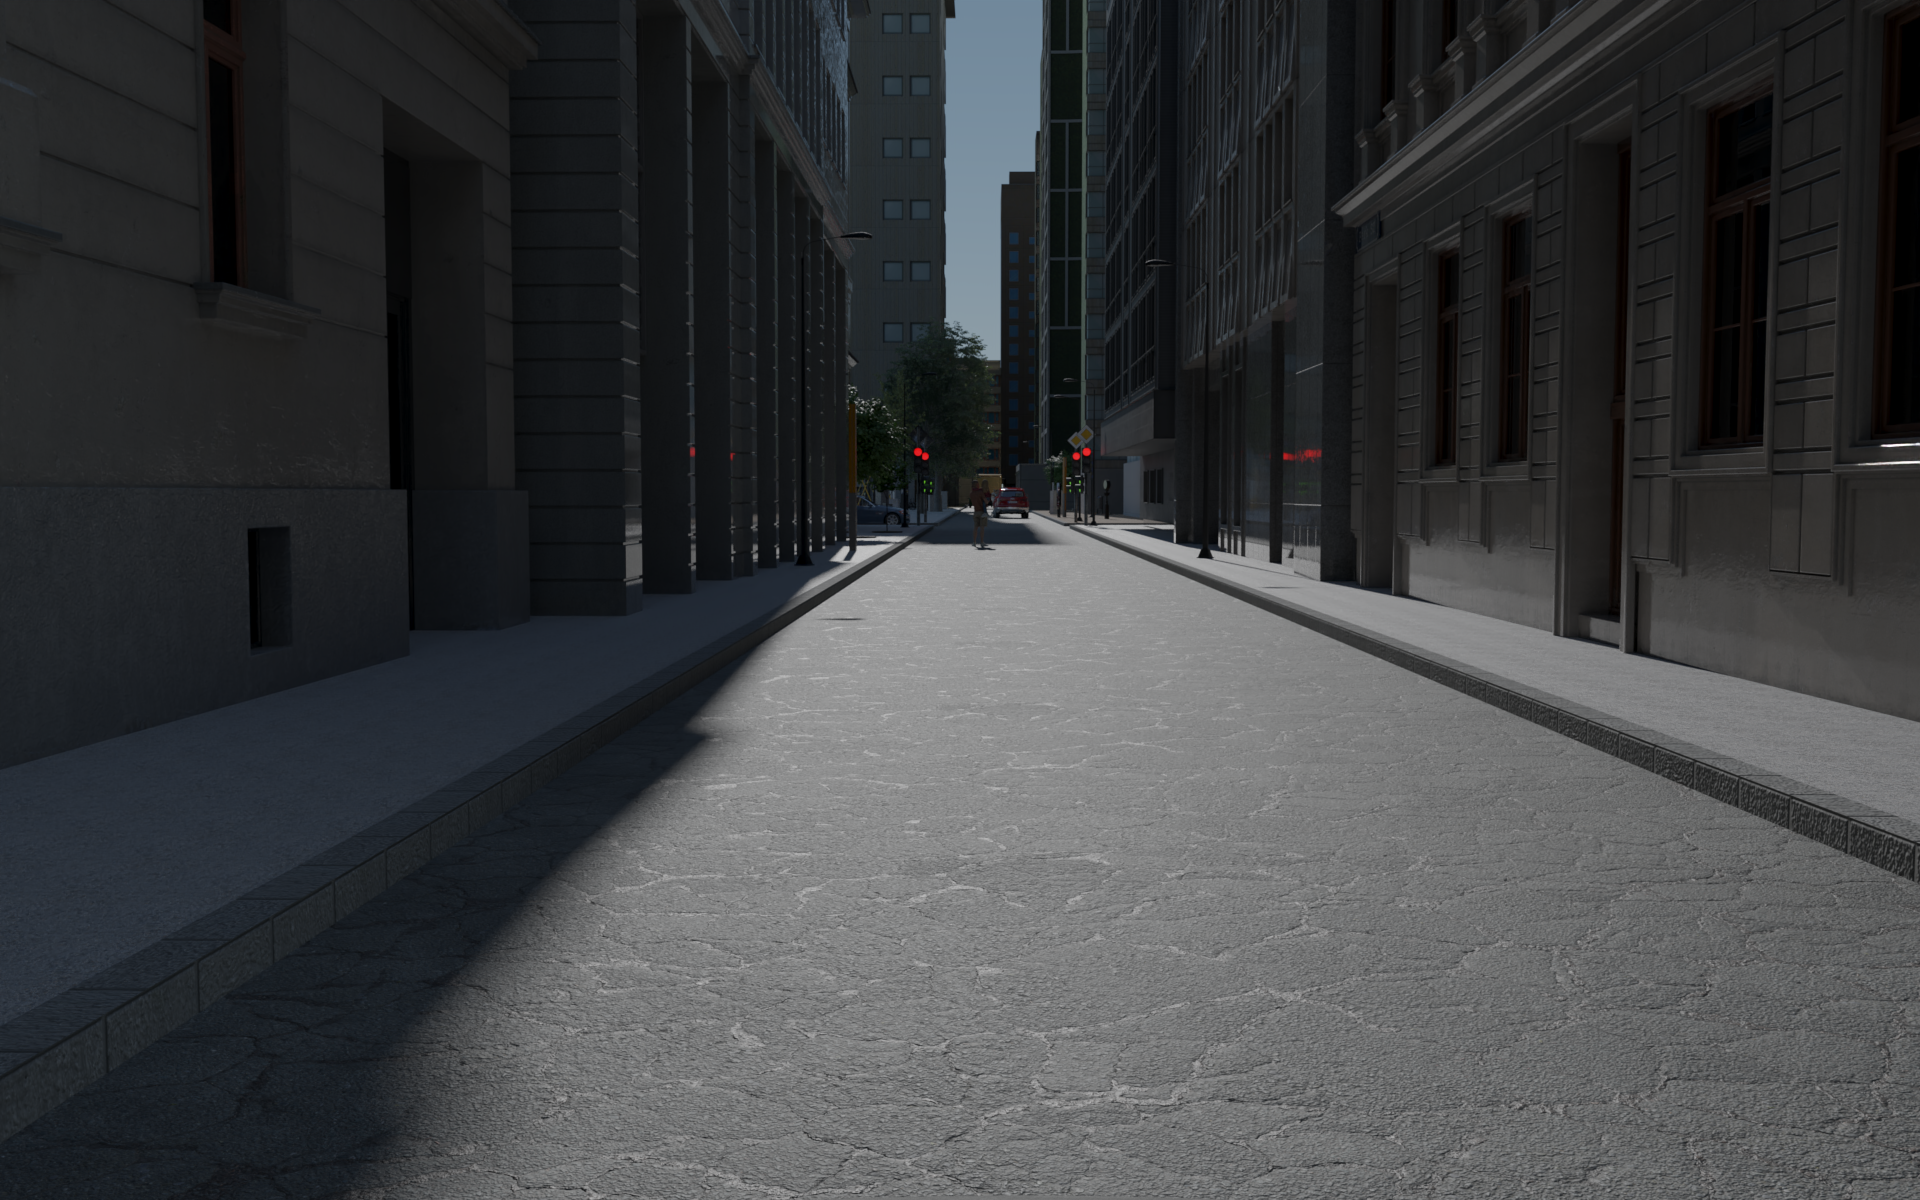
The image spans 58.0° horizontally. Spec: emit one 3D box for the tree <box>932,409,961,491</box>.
[{"bbox_3d":[-1.415,-11.300,135.116,4.360,8.622,3.978,0,3,0],"label":"tree"}]

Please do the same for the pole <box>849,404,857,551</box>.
[{"bbox_3d":[-2.432,-2.780,39.295,0.158,3.312,0.155,0,3,0],"label":"pole"}]

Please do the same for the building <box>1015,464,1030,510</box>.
[{"bbox_3d":[15.032,-43.012,141.497,20.563,71.187,20.611,0,4,1],"label":"building"}]

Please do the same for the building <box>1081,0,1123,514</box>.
[{"bbox_3d":[15.013,-26.367,114.701,14.154,41.232,14.086,0,4,1],"label":"building"}]

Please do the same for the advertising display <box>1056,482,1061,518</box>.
[{"bbox_3d":[5.420,-5.487,94.924,0.123,1.923,0.974,0,4,-5],"label":"advertising display"}]

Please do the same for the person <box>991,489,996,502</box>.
[{"bbox_3d":[3.063,-8.861,153.259,0.514,1.842,0.818,-1,4,-16],"label":"person"}]

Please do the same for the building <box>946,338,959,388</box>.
[{"bbox_3d":[-15.118,-22.688,215.993,28.899,21.520,27.650,0,4,1],"label":"building"}]

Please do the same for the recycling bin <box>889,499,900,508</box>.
[{"bbox_3d":[-3.546,-4.782,90.747,0.722,1.027,0.722,0,4,6],"label":"recycling bin"}]

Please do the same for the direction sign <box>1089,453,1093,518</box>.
[{"bbox_3d":[7.213,-6.289,94.820,0.379,3.537,0.876,0,4,-3],"label":"direction sign"}]

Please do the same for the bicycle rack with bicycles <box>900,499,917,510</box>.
[{"bbox_3d":[-4.174,-7.583,137.365,2.925,0.926,2.852,1,4,9],"label":"bicycle rack with bicycles"}]

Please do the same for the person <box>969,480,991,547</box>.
[{"bbox_3d":[0.572,-2.381,47.407,0.580,1.828,0.573,-1,4,-11],"label":"person"}]

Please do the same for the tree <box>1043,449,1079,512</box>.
[{"bbox_3d":[7.739,-8.763,126.991,4.285,4.588,4.351,0,3,0],"label":"tree"}]

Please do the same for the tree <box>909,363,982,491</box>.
[{"bbox_3d":[-1.213,-14.070,148.172,7.486,12.596,7.792,0,3,0],"label":"tree"}]

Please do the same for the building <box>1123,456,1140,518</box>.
[{"bbox_3d":[21.912,-30.570,89.059,27.495,52.752,28.713,0,4,1],"label":"building"}]

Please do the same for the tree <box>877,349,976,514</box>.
[{"bbox_3d":[-2.699,-10.885,112.377,8.767,10.594,7.601,3,4,37],"label":"tree"}]

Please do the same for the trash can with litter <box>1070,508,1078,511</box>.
[{"bbox_3d":[9.379,-7.400,132.041,2.233,1.210,1.678,2,4,27],"label":"trash can with litter"}]

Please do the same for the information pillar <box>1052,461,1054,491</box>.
[{"bbox_3d":[6.656,-8.095,123.708,0.183,3.616,0.504,1,4,9],"label":"information pillar"}]

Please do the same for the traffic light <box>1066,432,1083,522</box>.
[{"bbox_3d":[5.215,-5.456,78.129,0.839,4.253,0.868,0,4,1],"label":"traffic light"}]

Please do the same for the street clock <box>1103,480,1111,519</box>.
[{"bbox_3d":[7.565,-5.175,89.181,0.358,2.002,0.471,-1,4,-19],"label":"street clock"}]

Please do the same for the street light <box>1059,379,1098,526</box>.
[{"bbox_3d":[4.859,-5.949,69.800,1.470,5.913,1.316,0,4,1],"label":"street light"}]

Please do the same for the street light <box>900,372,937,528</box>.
[{"bbox_3d":[-1.572,-5.726,66.169,1.470,5.913,1.316,0,4,1],"label":"street light"}]

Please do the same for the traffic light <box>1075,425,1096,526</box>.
[{"bbox_3d":[5.091,-4.968,70.145,0.839,4.253,0.868,0,4,1],"label":"traffic light"}]

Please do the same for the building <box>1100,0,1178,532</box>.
[{"bbox_3d":[12.549,-16.126,57.168,14.314,27.812,24.014,0,4,1],"label":"building"}]

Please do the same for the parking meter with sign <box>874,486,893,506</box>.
[{"bbox_3d":[-3.602,-5.111,79.831,0.543,3.016,1.738,-2,4,-27],"label":"parking meter with sign"}]

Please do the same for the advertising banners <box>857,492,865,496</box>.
[{"bbox_3d":[-8.503,-9.152,145.815,2.074,3.025,0.090,3,5,40],"label":"advertising banners"}]

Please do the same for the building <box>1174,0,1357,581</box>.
[{"bbox_3d":[11.443,-13.239,34.483,12.078,24.808,19.932,0,4,1],"label":"building"}]

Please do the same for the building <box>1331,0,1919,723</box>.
[{"bbox_3d":[10.417,-10.881,14.060,11.583,22.565,21.152,0,4,1],"label":"building"}]

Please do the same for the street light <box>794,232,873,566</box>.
[{"bbox_3d":[-2.254,-3.569,30.889,1.470,5.913,1.316,0,4,1],"label":"street light"}]

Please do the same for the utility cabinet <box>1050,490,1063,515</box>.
[{"bbox_3d":[6.038,-5.998,106.753,0.318,1.500,1.173,3,5,45],"label":"utility cabinet"}]

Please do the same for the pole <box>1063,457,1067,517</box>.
[{"bbox_3d":[5.800,-6.250,96.025,0.158,3.312,0.155,0,3,0],"label":"pole"}]

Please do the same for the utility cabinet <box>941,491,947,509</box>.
[{"bbox_3d":[-1.655,-8.368,145.501,1.173,1.500,0.318,0,4,4],"label":"utility cabinet"}]

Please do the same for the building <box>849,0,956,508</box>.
[{"bbox_3d":[-14.975,-35.309,166.533,28.713,52.752,27.495,0,4,1],"label":"building"}]

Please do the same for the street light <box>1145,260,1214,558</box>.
[{"bbox_3d":[4.372,-3.791,34.517,1.470,5.913,1.316,0,4,1],"label":"street light"}]

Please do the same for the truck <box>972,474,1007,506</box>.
[{"bbox_3d":[2.759,-10.553,168.469,3.469,3.379,9.791,0,4,2],"label":"truck"}]

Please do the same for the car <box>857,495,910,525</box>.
[{"bbox_3d":[-4.382,-3.836,74.724,4.499,1.417,2.014,0,3,0],"label":"car"}]

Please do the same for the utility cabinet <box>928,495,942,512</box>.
[{"bbox_3d":[-1.806,-7.070,126.748,1.020,1.237,0.306,-2,4,-28],"label":"utility cabinet"}]

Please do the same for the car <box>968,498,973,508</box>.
[{"bbox_3d":[1.841,-10.182,178.275,2.131,1.459,4.920,0,3,0],"label":"car"}]

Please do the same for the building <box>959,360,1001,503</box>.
[{"bbox_3d":[-8.634,-24.827,250.956,28.899,21.520,27.650,0,4,1],"label":"building"}]

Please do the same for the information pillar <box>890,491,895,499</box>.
[{"bbox_3d":[-4.134,-7.054,106.692,0.183,3.616,0.504,-2,4,-35],"label":"information pillar"}]

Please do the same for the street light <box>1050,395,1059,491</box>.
[{"bbox_3d":[5.096,-6.659,81.423,1.470,5.913,1.316,0,4,1],"label":"street light"}]

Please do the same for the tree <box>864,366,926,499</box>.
[{"bbox_3d":[-3.982,-9.172,100.332,4.737,8.622,4.395,0,3,0],"label":"tree"}]

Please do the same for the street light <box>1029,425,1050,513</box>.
[{"bbox_3d":[5.631,-8.849,117.219,1.470,5.913,1.316,0,4,1],"label":"street light"}]

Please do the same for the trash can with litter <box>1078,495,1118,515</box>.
[{"bbox_3d":[8.845,-5.886,107.289,1.678,1.210,2.233,-2,4,-35],"label":"trash can with litter"}]

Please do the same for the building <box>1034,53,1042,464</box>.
[{"bbox_3d":[14.463,-29.335,163.217,14.154,41.232,14.086,0,4,1],"label":"building"}]

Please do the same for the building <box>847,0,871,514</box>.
[{"bbox_3d":[-18.746,-14.032,62.704,30.059,22.955,16.112,0,4,1],"label":"building"}]

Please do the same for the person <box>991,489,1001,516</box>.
[{"bbox_3d":[2.375,-6.311,112.437,0.760,1.731,0.466,-3,5,-41],"label":"person"}]

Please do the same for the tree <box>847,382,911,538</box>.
[{"bbox_3d":[-3.106,-4.083,50.476,4.285,4.588,4.351,0,3,0],"label":"tree"}]

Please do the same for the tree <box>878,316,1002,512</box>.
[{"bbox_3d":[-1.548,-13.385,125.500,9.857,13.997,8.962,0,3,0],"label":"tree"}]

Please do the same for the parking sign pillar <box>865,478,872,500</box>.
[{"bbox_3d":[-7.321,-9.183,138.612,1.447,3.967,1.447,0,4,2],"label":"parking sign pillar"}]

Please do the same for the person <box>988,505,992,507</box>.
[{"bbox_3d":[3.181,-10.863,185.978,0.709,1.838,0.599,0,4,-4],"label":"person"}]

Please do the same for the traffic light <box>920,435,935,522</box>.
[{"bbox_3d":[-1.546,-5.462,78.217,0.839,4.253,0.868,0,4,1],"label":"traffic light"}]

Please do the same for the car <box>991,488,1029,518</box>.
[{"bbox_3d":[3.038,-5.824,103.891,2.281,1.827,5.304,0,4,-1],"label":"car"}]

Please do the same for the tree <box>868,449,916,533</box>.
[{"bbox_3d":[-2.514,-3.839,57.376,1.663,3.219,1.824,0,3,0],"label":"tree"}]

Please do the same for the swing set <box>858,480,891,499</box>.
[{"bbox_3d":[-7.689,-9.398,151.271,2.862,2.851,3.119,1,4,18],"label":"swing set"}]

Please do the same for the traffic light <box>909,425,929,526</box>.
[{"bbox_3d":[-1.669,-4.973,70.233,0.839,4.253,0.868,0,4,1],"label":"traffic light"}]

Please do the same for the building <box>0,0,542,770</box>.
[{"bbox_3d":[-10.701,-13.341,5.518,14.401,28.519,23.554,0,4,1],"label":"building"}]

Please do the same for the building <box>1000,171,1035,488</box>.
[{"bbox_3d":[12.808,-36.270,243.122,14.200,45.320,14.600,0,4,1],"label":"building"}]

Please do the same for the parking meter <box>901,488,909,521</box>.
[{"bbox_3d":[-2.688,-4.792,84.067,0.255,1.863,0.399,-2,4,-30],"label":"parking meter"}]

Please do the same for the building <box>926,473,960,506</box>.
[{"bbox_3d":[-10.389,-46.003,190.403,20.563,71.187,20.611,0,4,1],"label":"building"}]

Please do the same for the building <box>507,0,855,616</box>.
[{"bbox_3d":[-8.658,-15.571,32.082,11.434,29.767,29.804,0,4,1],"label":"building"}]
